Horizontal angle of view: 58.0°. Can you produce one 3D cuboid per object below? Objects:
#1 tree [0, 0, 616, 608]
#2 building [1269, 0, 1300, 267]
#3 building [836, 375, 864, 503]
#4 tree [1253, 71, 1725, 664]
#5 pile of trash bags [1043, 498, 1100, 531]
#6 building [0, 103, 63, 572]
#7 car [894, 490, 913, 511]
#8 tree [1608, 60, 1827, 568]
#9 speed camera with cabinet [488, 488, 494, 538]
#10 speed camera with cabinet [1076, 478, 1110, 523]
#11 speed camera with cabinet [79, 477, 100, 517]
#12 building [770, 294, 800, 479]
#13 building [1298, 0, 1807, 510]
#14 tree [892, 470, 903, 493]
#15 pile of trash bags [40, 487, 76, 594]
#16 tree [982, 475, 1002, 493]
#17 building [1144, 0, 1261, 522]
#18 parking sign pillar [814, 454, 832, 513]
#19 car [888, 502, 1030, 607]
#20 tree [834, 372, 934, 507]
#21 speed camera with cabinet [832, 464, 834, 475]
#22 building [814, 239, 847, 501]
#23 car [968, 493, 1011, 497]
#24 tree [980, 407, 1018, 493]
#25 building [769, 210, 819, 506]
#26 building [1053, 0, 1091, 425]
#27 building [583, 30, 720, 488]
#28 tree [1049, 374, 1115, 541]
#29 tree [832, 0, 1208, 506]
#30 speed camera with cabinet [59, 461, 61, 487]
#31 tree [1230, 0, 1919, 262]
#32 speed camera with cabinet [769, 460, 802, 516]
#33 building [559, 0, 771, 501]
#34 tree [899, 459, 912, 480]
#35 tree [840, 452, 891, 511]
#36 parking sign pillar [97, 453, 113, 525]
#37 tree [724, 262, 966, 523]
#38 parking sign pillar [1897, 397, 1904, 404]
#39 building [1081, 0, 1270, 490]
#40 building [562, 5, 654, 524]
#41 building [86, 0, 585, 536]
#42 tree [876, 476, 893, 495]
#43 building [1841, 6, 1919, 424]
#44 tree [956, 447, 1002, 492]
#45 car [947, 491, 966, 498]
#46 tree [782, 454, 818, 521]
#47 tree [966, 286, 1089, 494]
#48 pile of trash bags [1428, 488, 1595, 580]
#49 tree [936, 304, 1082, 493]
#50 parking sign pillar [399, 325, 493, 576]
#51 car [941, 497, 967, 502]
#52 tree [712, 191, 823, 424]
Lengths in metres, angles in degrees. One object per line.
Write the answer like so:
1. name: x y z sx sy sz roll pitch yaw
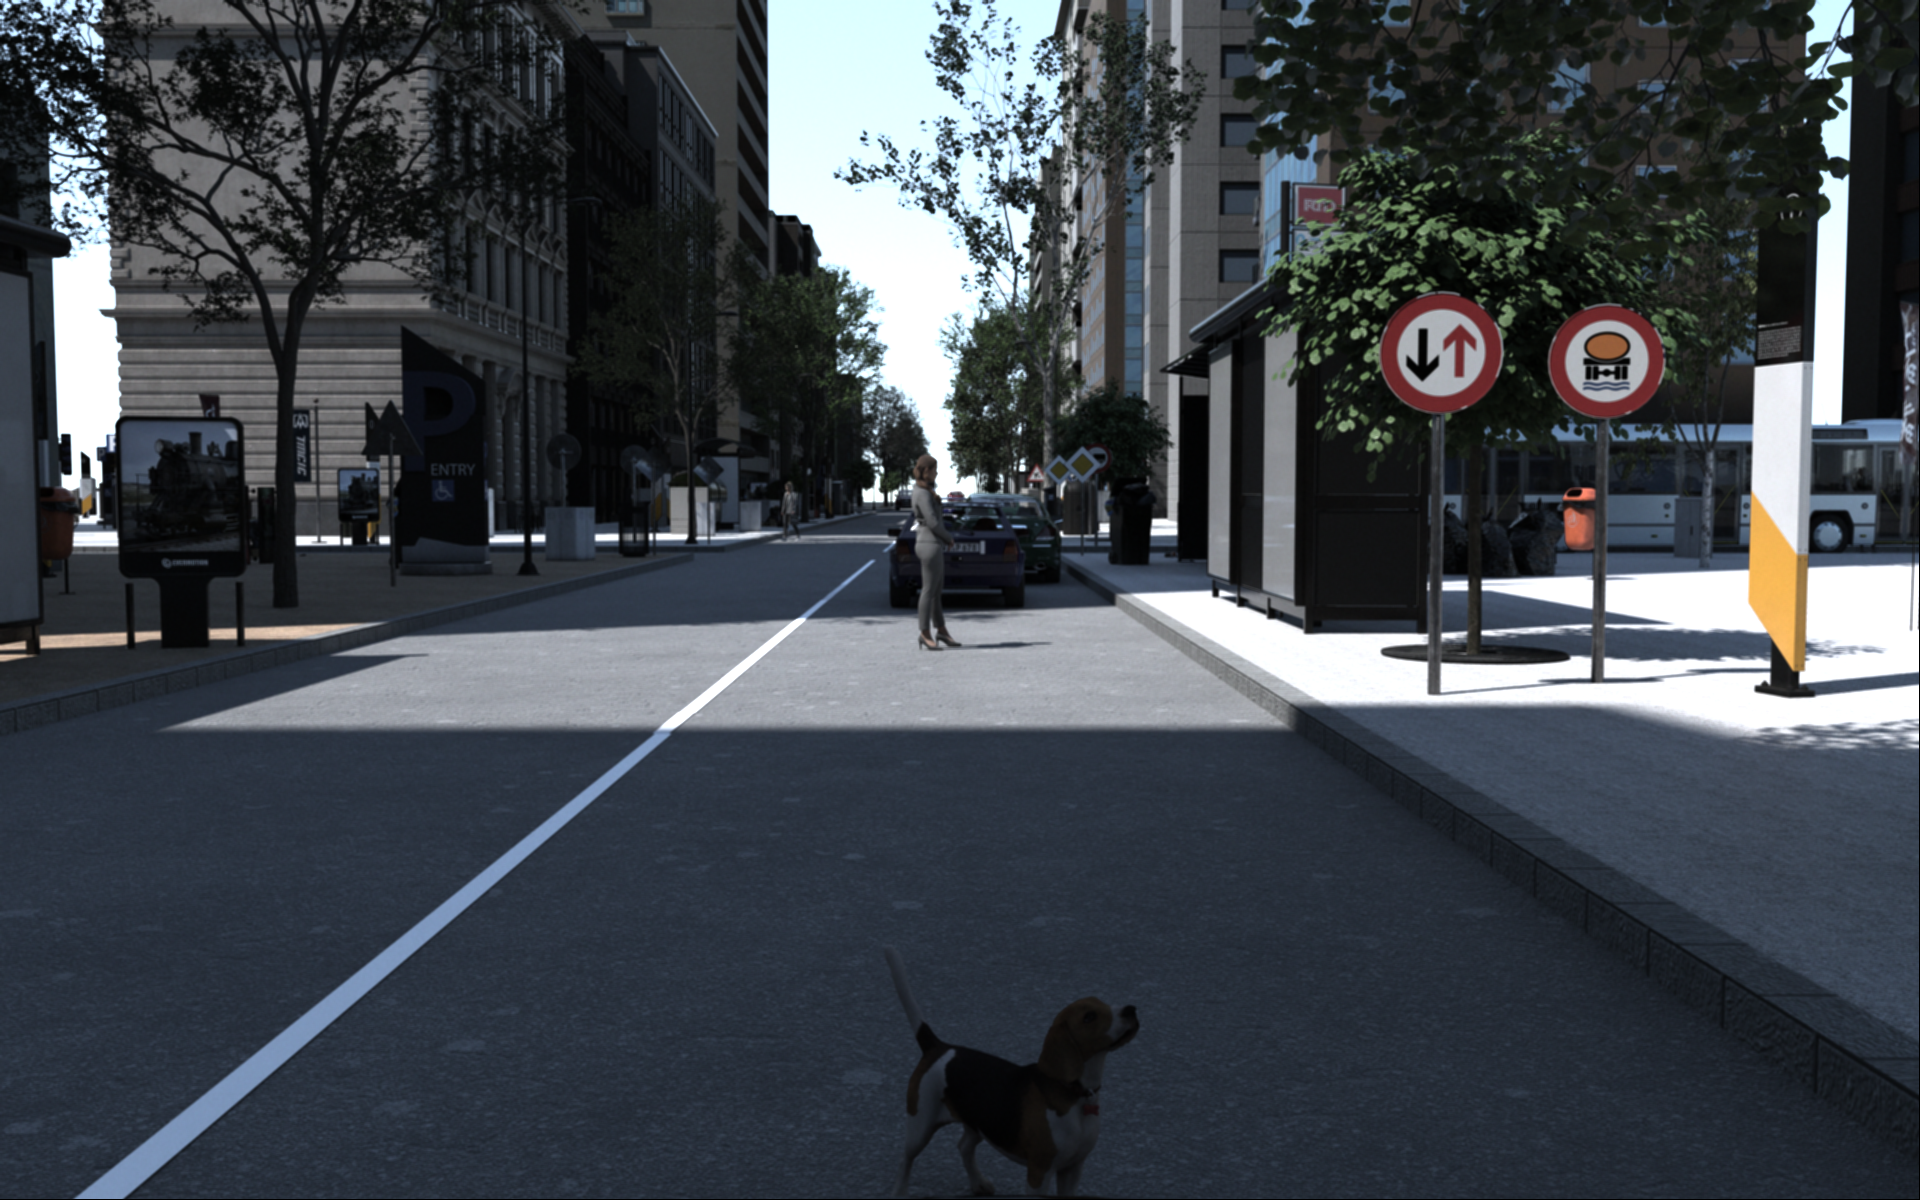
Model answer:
1. tree: -7.671 -5.172 18.981 8.767 10.594 7.601 0 4 -1
2. building: 17.789 -29.777 136.958 14.600 45.320 14.200 0 4 0
3. building: -29.282 -25.575 263.185 27.650 21.520 28.899 0 4 0
4. tree: 4.042 -1.833 13.681 4.285 4.588 4.351 0 3 0
5. pile of trash bags: 4.465 -3.107 60.550 3.447 1.369 1.912 0 4 4
6. building: -30.398 -42.955 14.993 31.000 86.520 22.319 0 4 0
7. car: -4.614 -8.763 151.946 2.281 1.827 5.304 0 4 0
8. tree: 12.876 -4.873 30.034 4.737 8.622 4.395 0 3 0
9. speed camera with cabinet: -14.665 -3.431 50.436 2.038 3.252 0.660 -3 4 -36
10. speed camera with cabinet: 6.038 -5.020 76.416 2.038 3.252 0.660 -3 4 -36
11. speed camera with cabinet: -47.911 -6.237 96.312 0.660 3.252 2.038 2 4 24
12. building: -29.565 -19.049 156.483 27.650 21.520 28.899 0 4 0
13. building: 18.168 -24.955 58.129 14.200 45.320 14.600 0 4 0
14. tree: -8.651 -14.184 215.616 4.285 4.588 4.351 0 3 0
15. pile of trash bags: -12.877 -0.757 22.128 3.447 1.369 1.912 0 4 8
16. tree: 3.739 -12.967 206.603 1.663 3.219 1.824 0 3 0
17. building: 20.322 -33.553 90.590 21.231 58.520 28.212 0 4 0
18. parking sign pillar: -9.040 -7.776 115.604 1.447 3.967 1.447 -1 4 -13
19. car: -0.021 -0.655 23.290 1.945 1.354 3.894 0 4 1
20. tree: -7.667 -16.178 174.885 12.009 13.543 11.850 0 3 0
21. speed camera with cabinet: -8.198 -7.257 112.995 0.660 3.252 2.038 0 4 4
22. building: -31.972 -33.289 236.158 32.217 40.220 23.993 0 4 0
23. car: 0.864 -2.378 47.679 1.959 1.807 4.718 0 4 -1
24. tree: 2.982 -11.300 135.114 4.360 8.622 3.978 0 3 0
25. building: -22.466 -24.846 177.931 14.160 30.474 14.107 0 4 0
26. building: 24.288 -35.693 172.823 28.713 52.752 27.495 0 4 0
27. building: -22.470 -18.716 99.514 14.314 27.812 24.014 0 4 0
28. tree: 4.227 -3.906 47.570 4.285 4.588 4.351 0 3 0
29. tree: 2.042 -12.781 64.866 12.611 20.169 13.585 0 3 0
30. speed camera with cabinet: -24.702 -3.155 45.924 2.038 3.252 0.660 2 4 30
31. tree: 4.008 -5.313 4.992 7.486 12.596 7.792 0 3 0
32. speed camera with cabinet: -10.171 -6.585 101.993 2.038 3.252 0.660 1 4 12
33. building: -26.014 -30.920 129.241 21.300 48.544 21.600 0 4 0
34. tree: -8.389 -21.073 278.961 7.601 10.594 8.767 -2 4 -35
35. tree: -7.682 -9.240 134.782 4.285 4.588 4.351 0 3 0
36. parking sign pillar: -35.417 -5.142 72.543 1.447 3.967 1.447 0 4 -2
37. tree: -6.742 -9.231 76.687 9.928 11.665 9.643 0 3 0
38. parking sign pillar: 26.415 -3.625 47.747 1.447 3.967 1.447 -3 4 -36
39. building: 18.072 -30.644 151.132 14.600 45.320 14.200 0 4 0
40. building: -21.675 -15.296 79.765 12.332 23.373 15.834 0 4 0
41. building: -20.838 -14.217 61.325 11.050 23.489 19.941 0 4 0
42. tree: -7.398 -10.490 166.119 1.663 3.219 1.824 0 3 0
43. building: 47.689 -24.929 62.216 28.867 44.769 22.147 0 4 0
44. tree: 3.047 -17.429 219.369 7.601 10.594 8.767 3 4 39
45. car: -0.470 -12.093 206.389 2.281 1.827 5.304 0 3 0
46. tree: -7.904 -5.414 83.118 1.663 3.219 1.824 0 3 0
47. tree: 2.765 -9.920 87.944 9.928 11.665 9.643 0 3 0
48. pile of trash bags: 8.723 -1.062 27.122 1.912 1.369 3.447 -2 4 -24
49. tree: 2.832 -11.480 104.708 9.611 12.733 9.660 0 3 0
50. parking sign pillar: -8.239 -2.397 27.668 1.447 3.967 1.447 0 4 -7
51. car: -0.315 -2.620 55.420 1.945 1.354 3.894 0 3 0
52. tree: -7.755 -7.128 50.960 8.767 10.594 7.601 1 4 15
